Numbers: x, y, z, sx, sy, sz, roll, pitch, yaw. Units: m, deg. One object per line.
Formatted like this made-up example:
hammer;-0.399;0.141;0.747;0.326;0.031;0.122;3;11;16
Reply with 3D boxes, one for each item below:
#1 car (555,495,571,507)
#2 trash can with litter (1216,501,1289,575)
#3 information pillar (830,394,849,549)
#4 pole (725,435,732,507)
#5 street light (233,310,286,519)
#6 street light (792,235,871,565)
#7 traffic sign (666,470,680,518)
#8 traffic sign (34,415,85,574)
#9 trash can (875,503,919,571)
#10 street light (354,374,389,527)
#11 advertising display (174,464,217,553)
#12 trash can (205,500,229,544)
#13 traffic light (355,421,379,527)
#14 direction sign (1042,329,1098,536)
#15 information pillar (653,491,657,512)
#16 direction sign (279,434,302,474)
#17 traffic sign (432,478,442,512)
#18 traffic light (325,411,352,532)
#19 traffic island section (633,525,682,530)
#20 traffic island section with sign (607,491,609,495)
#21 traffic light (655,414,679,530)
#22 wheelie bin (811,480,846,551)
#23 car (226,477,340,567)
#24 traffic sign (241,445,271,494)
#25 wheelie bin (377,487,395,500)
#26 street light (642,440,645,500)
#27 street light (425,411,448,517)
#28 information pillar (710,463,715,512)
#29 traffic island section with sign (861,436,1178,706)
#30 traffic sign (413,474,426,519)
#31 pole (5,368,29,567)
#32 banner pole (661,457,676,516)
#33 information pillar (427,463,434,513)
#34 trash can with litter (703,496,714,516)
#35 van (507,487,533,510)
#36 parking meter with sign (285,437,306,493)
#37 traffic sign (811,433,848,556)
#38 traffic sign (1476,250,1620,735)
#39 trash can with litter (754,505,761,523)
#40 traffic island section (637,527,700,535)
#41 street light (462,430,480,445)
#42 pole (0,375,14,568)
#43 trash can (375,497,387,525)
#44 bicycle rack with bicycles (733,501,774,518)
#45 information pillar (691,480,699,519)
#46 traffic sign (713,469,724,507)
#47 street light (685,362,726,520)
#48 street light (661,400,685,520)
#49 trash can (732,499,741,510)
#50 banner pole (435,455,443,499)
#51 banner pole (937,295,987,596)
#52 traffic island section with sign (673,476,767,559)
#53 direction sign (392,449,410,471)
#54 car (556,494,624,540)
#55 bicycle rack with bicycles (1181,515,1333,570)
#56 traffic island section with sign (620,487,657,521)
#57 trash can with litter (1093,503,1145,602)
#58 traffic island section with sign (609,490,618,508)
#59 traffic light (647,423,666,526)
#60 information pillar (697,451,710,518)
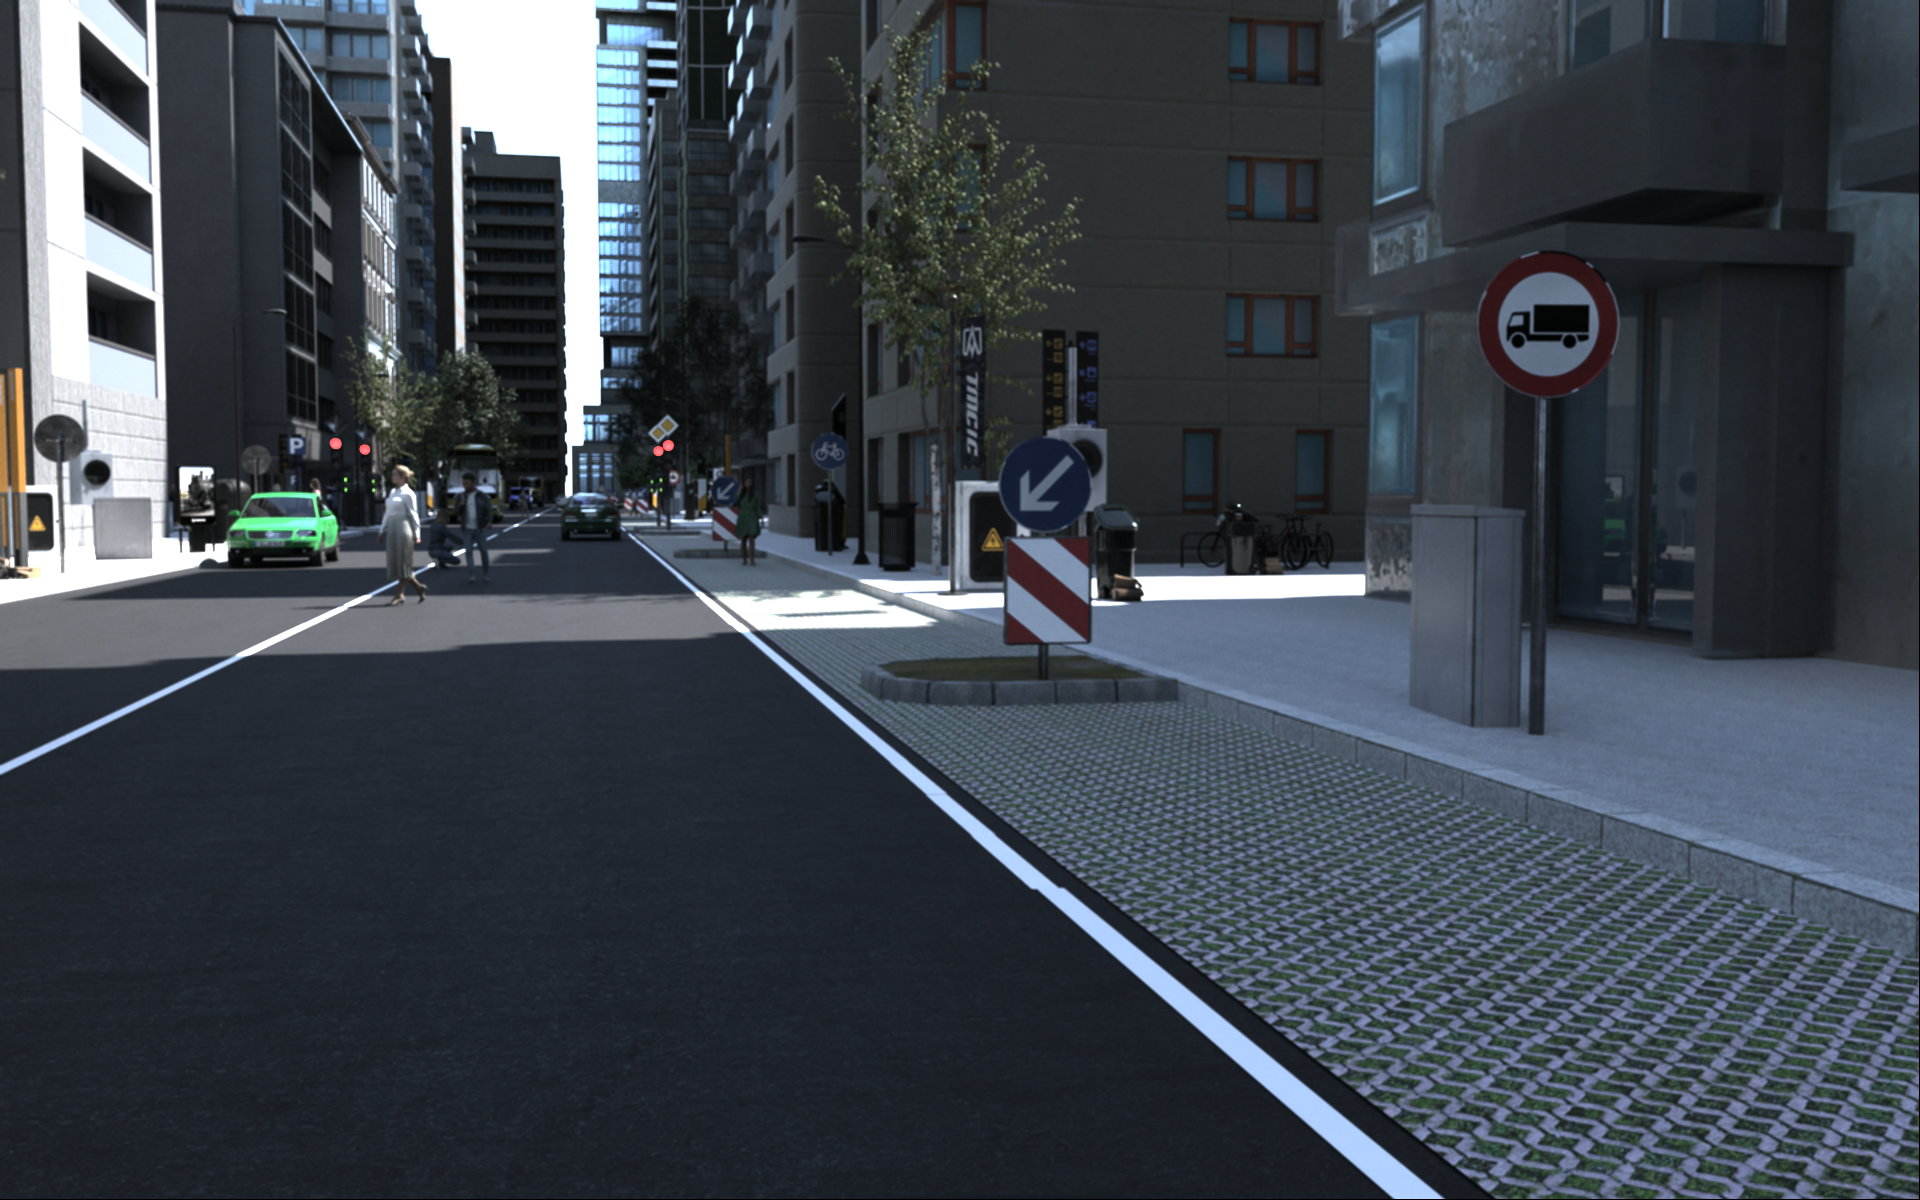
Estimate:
car;-40.336;-10.060;176.848;2.083;1.381;4.827;-1;4;-14
trash can with litter;4.651;-0.986;27.515;1.055;1.170;0.624;-1;4;-12
information pillar;-2.827;-2.997;40.348;0.183;3.616;0.504;3;4;36
pole;-7.953;-4.013;59.462;0.158;3.312;0.155;0;3;0
street light;-17.658;-4.350;43.662;1.470;5.913;1.316;-1;4;-12
street light;-2.329;-3.597;31.356;1.470;5.913;1.316;-1;4;-12
traffic sign;-15.116;-5.581;91.359;0.768;2.556;0.104;0;4;-3
traffic sign;-14.420;-1.691;27.762;0.768;2.556;0.104;0;4;-8
trash can;-1.052;-1.055;28.906;0.748;1.137;0.748;0;3;0
street light;-22.735;-5.772;66.921;1.470;5.913;1.316;-1;4;-12
advertising display;-16.664;-1.993;37.793;0.123;1.923;0.974;2;4;27
trash can;-19.211;-2.018;44.645;0.748;1.137;0.748;0;3;0
traffic light;-22.753;-4.741;66.432;0.839;4.253;0.868;-1;4;-12
direction sign;1.532;-1.960;24.045;0.876;3.537;0.379;-2;4;-27
information pillar;-21.355;-7.960;121.498;0.183;3.616;0.504;3;4;37
direction sign;-25.393;-4.511;65.757;0.876;3.537;0.379;0;4;3
traffic sign;-32.456;-6.444;107.485;0.606;2.300;0.079;0;4;-4
traffic light;-21.050;-4.264;58.630;0.839;4.253;0.868;-1;4;-12
traffic island section;-11.956;-2.852;68.910;2.009;0.180;2.903;-1;4;-12
traffic island section with sign;-33.668;-9.768;168.331;1.989;1.847;2.006;-1;4;-12
traffic light;-10.294;-4.408;60.985;0.839;4.253;0.868;-1;4;-12
wheelie bin;-2.962;-1.896;38.916;0.693;1.594;0.980;-1;4;-19
car;-13.810;-1.630;35.443;1.959;1.807;4.718;-1;4;-14
traffic sign;-18.410;-2.765;45.314;0.768;2.556;0.104;0;4;-4
wheelie bin;-26.323;-4.395;79.765;0.980;1.594;0.693;-1;4;-14
street light;-20.252;-8.621;113.501;1.470;5.913;1.316;-1;4;-12
street light;-29.156;-7.573;96.367;1.470;5.913;1.316;-1;4;-12
information pillar;-17.974;-8.191;125.274;0.504;3.616;0.183;-3;4;-36
traffic island section with sign;0.324;-0.244;12.617;1.989;1.847;2.006;-1;4;-12
traffic sign;-28.073;-5.374;89.996;0.606;2.300;0.079;-1;4;-12
pole;-15.324;-2.100;28.182;0.158;3.312;0.155;0;3;0
banner pole;-17.059;-6.828;101.658;0.863;3.779;0.401;0;4;7
information pillar;-36.437;-7.823;119.267;0.504;3.616;0.183;-2;4;-27
trash can with litter;-14.358;-5.435;99.920;1.678;1.210;2.233;-2;4;-29
van;-39.771;-9.320;156.773;2.240;2.365;5.245;-1;4;-12
parking meter with sign;-20.637;-3.513;53.699;0.543;3.016;1.738;-2;4;-26
traffic sign;-2.701;-2.197;36.029;0.768;2.556;0.104;0;4;-5
traffic sign;3.080;-0.555;9.177;0.768;2.556;0.104;0;4;-4
trash can with litter;-8.819;-3.735;72.460;1.055;1.170;0.624;3;5;39
traffic island section;-10.253;-2.375;61.108;2.009;0.180;2.903;-1;4;-12
street light;-35.454;-9.349;125.399;1.470;5.913;1.316;-1;4;-12
pole;-16.406;-2.189;29.632;0.158;3.312;0.155;0;3;0
trash can;-24.460;-3.740;72.799;0.748;1.137;0.748;0;3;0
bicycle rack with bicycles;-10.865;-4.530;87.450;2.925;0.926;2.852;3;4;36
information pillar;-13.400;-5.083;87.606;0.304;2.012;0.304;-2;4;-25
traffic sign;-9.457;-4.061;68.527;0.606;2.300;0.079;0;4;-8
street light;-8.851;-5.427;61.266;1.470;5.913;1.316;-1;4;-12
street light;-13.868;-6.831;84.230;1.470;5.913;1.316;-1;4;-12
trash can;-10.064;-4.107;78.797;0.748;1.137;0.748;0;3;0
banner pole;-33.166;-7.357;110.302;0.401;3.779;0.863;1;4;23
banner pole;0.054;-1.936;21.667;0.401;3.779;0.863;-3;5;-39
traffic island section with sign;-5.454;-1.864;39.099;1.989;1.847;2.006;-1;4;-12
direction sign;-28.028;-5.801;86.851;0.876;3.537;0.379;0;4;1
car;-11.748;-2.648;55.086;2.131;1.459;4.920;-1;4;-12
bicycle rack with bicycles;5.296;-1.013;29.946;2.925;0.926;2.852;-2;4;-29
traffic island section with sign;-17.200;-5.157;92.947;1.989;1.847;2.006;-1;4;-12
trash can with litter;2.003;-0.592;21.070;0.624;1.170;1.055;-1;4;-12
traffic island section with sign;-23.036;-6.791;119.657;1.989;1.847;2.006;-1;4;-12
traffic light;-11.997;-4.885;68.787;0.839;4.253;0.868;-1;4;-12
information pillar;-13.977;-6.262;93.745;0.504;3.616;0.183;1;4;18
